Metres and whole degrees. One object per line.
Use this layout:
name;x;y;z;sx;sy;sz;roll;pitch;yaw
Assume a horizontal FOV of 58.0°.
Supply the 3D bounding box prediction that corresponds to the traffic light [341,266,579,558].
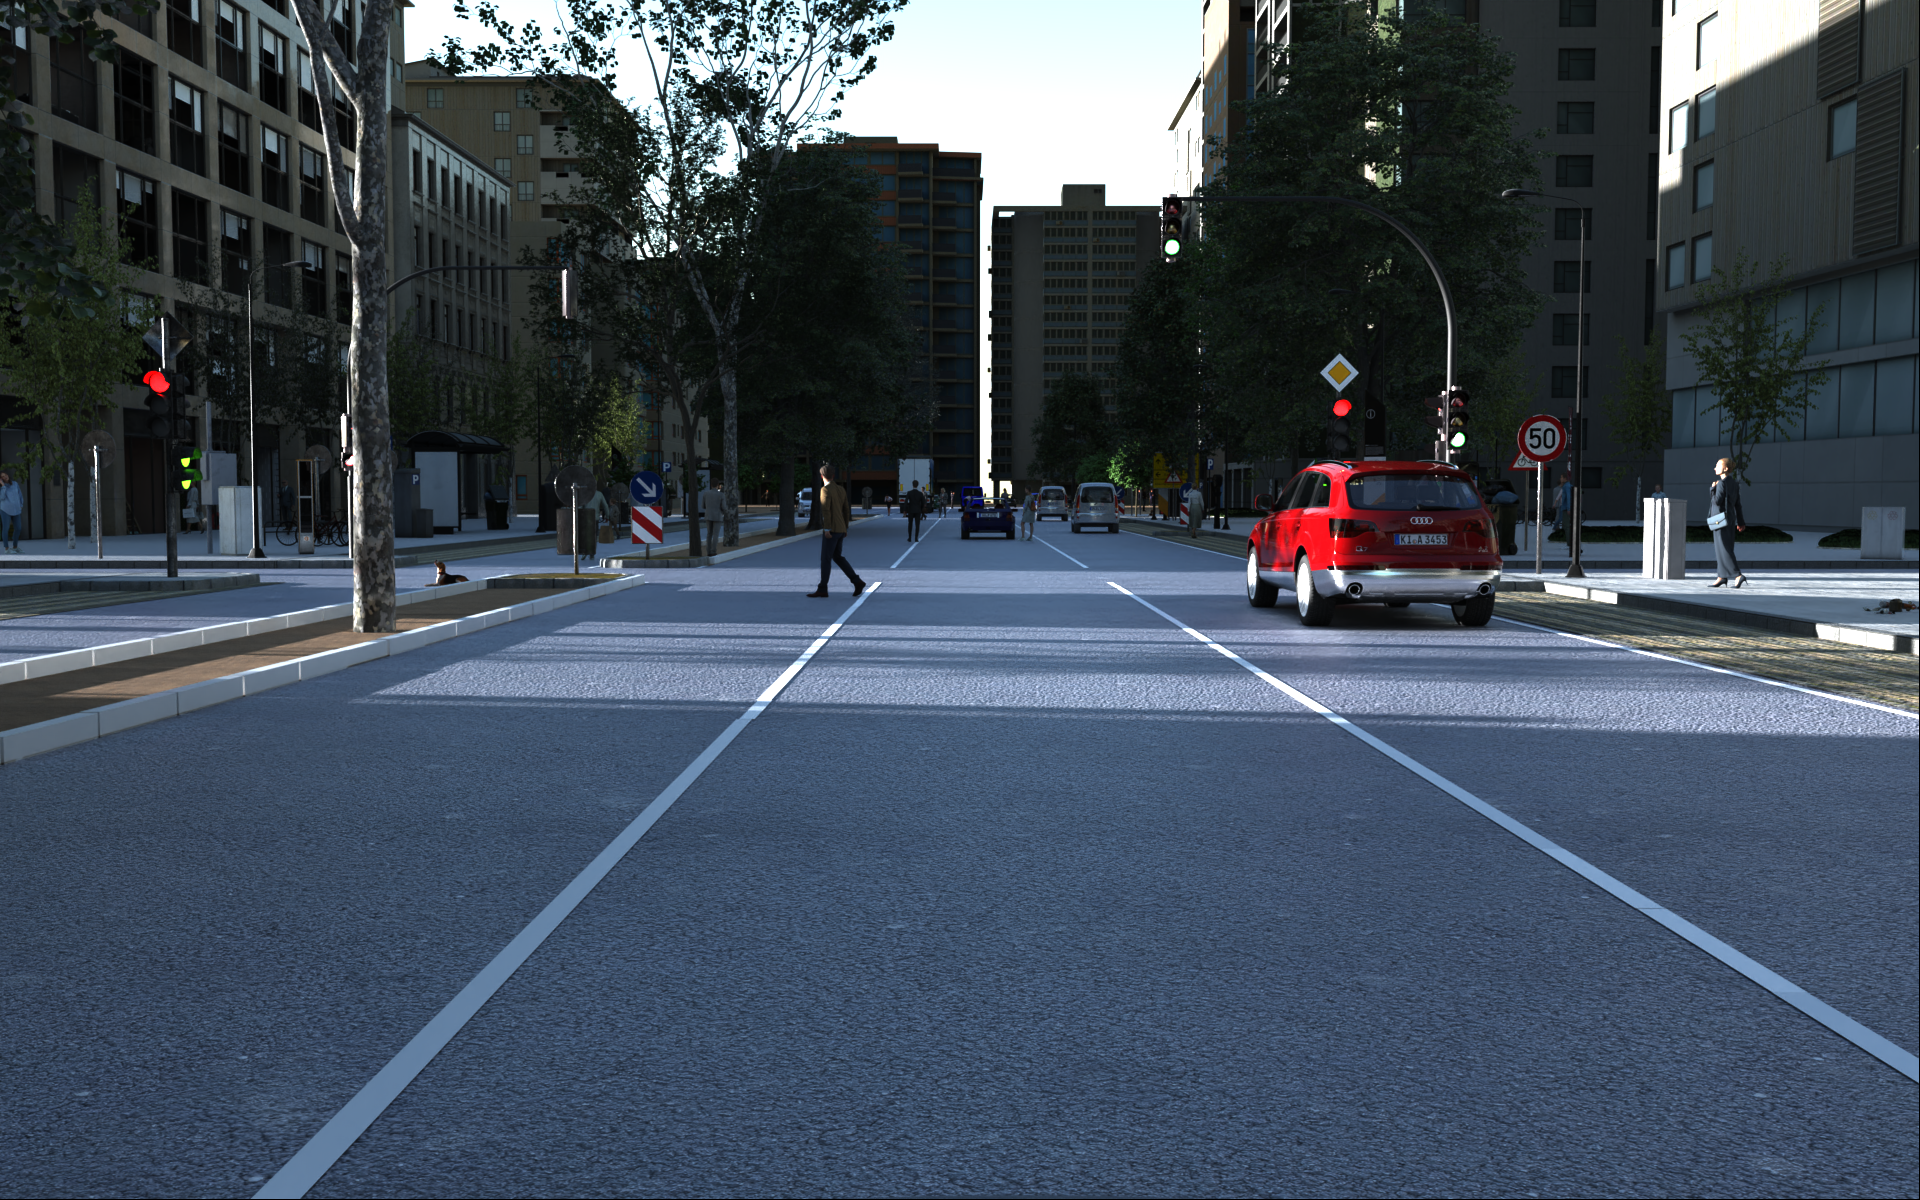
traffic light;-10.041;-3.670;34.665;4.771;5.953;1.251;0;4;0

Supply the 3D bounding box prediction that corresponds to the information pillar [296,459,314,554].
information pillar;-13.979;-1.986;36.967;0.304;2.012;0.304;-2;4;-27

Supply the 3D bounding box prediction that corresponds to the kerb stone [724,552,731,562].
kerb stone;-5.056;-0.894;36.819;0.120;0.150;1.000;0;4;0

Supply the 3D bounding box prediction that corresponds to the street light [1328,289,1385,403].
street light;9.037;-4.086;39.354;1.470;5.913;1.316;0;4;0

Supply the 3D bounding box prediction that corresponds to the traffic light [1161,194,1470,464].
traffic light;5.416;-3.169;26.481;4.771;5.953;1.251;0;4;0

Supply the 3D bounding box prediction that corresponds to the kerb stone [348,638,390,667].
kerb stone;-5.121;0.459;14.802;0.120;0.150;1.000;0;4;0

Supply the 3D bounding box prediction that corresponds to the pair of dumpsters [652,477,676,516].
pair of dumpsters;-17.246;-5.864;98.375;1.574;2.255;4.437;0;3;0

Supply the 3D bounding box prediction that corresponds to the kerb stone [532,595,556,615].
kerb stone;-5.095;0.076;20.945;0.120;0.150;1.000;0;4;0

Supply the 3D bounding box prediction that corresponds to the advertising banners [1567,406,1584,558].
advertising banners;12.531;-2.393;35.308;0.090;3.025;2.074;2;4;28

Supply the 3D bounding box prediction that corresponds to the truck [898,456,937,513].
truck;-3.270;-8.768;132.274;2.839;4.237;11.283;0;4;1

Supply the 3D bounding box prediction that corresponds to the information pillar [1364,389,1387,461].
information pillar;9.211;-2.885;38.518;0.504;3.616;0.183;2;4;34

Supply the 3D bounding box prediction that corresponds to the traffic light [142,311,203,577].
traffic light;-12.154;-2.308;26.650;0.839;4.253;0.868;0;4;0

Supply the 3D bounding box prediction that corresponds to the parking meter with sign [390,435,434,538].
parking meter with sign;-16.282;-3.347;50.979;1.738;3.016;0.543;2;4;26

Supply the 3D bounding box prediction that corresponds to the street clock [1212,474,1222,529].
street clock;9.472;-3.622;63.785;0.358;2.002;0.471;-1;4;-11

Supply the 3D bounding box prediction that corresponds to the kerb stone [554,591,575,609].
kerb stone;-5.095;0.015;21.973;0.120;0.150;1.000;0;4;0

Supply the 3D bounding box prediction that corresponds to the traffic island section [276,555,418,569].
traffic island section;-12.173;-0.764;34.770;2.009;0.180;2.903;0;4;0

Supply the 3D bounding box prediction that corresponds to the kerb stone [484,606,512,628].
kerb stone;-5.105;0.205;18.892;0.120;0.150;1.000;0;4;0

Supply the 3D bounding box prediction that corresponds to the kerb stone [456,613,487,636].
kerb stone;-5.104;0.266;17.870;0.120;0.150;1.000;0;4;0

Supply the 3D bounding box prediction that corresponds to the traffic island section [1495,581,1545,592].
traffic island section;7.548;-0.272;26.731;2.009;0.180;2.903;0;4;0

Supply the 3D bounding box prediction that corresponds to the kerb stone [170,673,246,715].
kerb stone;-5.121;0.641;11.719;0.120;0.150;1.000;0;4;0

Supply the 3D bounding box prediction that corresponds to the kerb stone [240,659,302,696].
kerb stone;-5.116;0.578;12.749;0.120;0.150;1.000;0;4;0

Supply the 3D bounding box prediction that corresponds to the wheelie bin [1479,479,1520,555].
wheelie bin;11.293;-1.740;36.353;0.693;1.594;0.980;-2;4;-34

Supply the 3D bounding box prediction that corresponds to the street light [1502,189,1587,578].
street light;8.957;-3.303;26.542;1.470;5.913;1.316;0;4;0

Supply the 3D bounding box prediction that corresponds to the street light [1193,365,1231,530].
street light;9.058;-5.489;62.291;1.470;5.913;1.316;0;4;0

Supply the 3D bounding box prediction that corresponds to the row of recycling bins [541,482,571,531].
row of recycling bins;-14.522;-3.355;61.960;1.069;1.692;3.534;-1;4;-8

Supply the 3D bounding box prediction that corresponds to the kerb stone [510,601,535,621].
kerb stone;-5.102;0.141;19.921;0.120;0.150;1.000;0;4;0

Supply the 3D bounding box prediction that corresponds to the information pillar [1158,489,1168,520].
information pillar;9.909;-5.683;84.273;0.504;3.616;0.183;0;4;6

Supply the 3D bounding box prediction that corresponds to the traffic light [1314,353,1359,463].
traffic light;7.528;-2.794;34.602;0.839;4.253;0.868;0;4;0

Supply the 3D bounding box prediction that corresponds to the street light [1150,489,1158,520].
street light;9.100;-6.932;85.877;1.470;5.913;1.316;0;4;0

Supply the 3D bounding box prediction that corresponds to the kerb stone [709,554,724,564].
kerb stone;-5.059;-0.825;35.796;0.120;0.150;1.000;0;4;0

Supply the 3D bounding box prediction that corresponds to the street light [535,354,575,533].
street light;-13.457;-5.203;57.609;1.470;5.913;1.316;0;4;0

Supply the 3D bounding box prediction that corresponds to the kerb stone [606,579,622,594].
kerb stone;-5.087;-0.174;25.055;0.120;0.150;1.000;0;4;0

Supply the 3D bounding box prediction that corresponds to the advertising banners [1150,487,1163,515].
advertising banners;12.762;-6.870;108.515;2.074;3.025;0.090;-1;4;-11

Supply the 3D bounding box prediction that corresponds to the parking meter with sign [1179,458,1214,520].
parking meter with sign;11.636;-5.461;85.548;1.738;3.016;0.543;3;5;43

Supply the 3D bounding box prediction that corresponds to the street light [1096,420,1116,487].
street light;9.244;-8.337;108.850;1.470;5.913;1.316;0;4;0

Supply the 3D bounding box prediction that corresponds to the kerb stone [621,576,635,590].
kerb stone;-5.089;-0.237;26.077;0.120;0.150;1.000;0;4;0

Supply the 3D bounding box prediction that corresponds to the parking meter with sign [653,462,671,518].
parking meter with sign;-16.393;-6.038;94.976;0.543;3.016;1.738;-2;4;-30

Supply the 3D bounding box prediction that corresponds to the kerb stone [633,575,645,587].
kerb stone;-5.083;-0.300;27.108;0.120;0.150;1.000;0;4;0

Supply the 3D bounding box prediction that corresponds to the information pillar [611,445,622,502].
information pillar;-16.245;-5.541;81.945;0.504;3.616;0.183;-2;4;-30

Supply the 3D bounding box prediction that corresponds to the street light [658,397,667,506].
street light;-13.564;-6.645;81.192;1.470;5.913;1.316;0;4;0

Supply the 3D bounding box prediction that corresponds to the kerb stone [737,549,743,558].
kerb stone;-5.053;-1.018;38.865;0.120;0.150;1.000;0;4;0

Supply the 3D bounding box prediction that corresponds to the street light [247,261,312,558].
street light;-13.613;-3.800;34.672;1.470;5.913;1.316;0;4;0

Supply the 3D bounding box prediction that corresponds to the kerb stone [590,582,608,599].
kerb stone;-5.090;-0.112;24.033;0.120;0.150;1.000;0;4;0

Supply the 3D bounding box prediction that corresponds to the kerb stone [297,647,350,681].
kerb stone;-5.110;0.515;13.771;0.120;0.150;1.000;0;4;0

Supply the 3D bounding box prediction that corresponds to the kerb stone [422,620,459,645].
kerb stone;-5.109;0.327;16.848;0.120;0.150;1.000;0;4;0

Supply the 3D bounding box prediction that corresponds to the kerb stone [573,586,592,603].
kerb stone;-5.095;-0.049;23.004;0.120;0.150;1.000;0;4;0

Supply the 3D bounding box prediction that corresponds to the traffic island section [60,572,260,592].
traffic island section;-12.194;-0.275;26.785;2.009;0.180;2.903;0;4;0

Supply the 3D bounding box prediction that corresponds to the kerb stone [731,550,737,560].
kerb stone;-5.057;-0.953;37.842;0.120;0.150;1.000;0;4;0

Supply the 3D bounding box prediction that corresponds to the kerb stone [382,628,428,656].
kerb stone;-5.105;0.390;15.826;0.120;0.150;1.000;0;4;0

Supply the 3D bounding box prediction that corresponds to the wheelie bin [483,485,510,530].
wheelie bin;-16.698;-3.327;62.311;0.693;1.594;0.980;3;5;40
